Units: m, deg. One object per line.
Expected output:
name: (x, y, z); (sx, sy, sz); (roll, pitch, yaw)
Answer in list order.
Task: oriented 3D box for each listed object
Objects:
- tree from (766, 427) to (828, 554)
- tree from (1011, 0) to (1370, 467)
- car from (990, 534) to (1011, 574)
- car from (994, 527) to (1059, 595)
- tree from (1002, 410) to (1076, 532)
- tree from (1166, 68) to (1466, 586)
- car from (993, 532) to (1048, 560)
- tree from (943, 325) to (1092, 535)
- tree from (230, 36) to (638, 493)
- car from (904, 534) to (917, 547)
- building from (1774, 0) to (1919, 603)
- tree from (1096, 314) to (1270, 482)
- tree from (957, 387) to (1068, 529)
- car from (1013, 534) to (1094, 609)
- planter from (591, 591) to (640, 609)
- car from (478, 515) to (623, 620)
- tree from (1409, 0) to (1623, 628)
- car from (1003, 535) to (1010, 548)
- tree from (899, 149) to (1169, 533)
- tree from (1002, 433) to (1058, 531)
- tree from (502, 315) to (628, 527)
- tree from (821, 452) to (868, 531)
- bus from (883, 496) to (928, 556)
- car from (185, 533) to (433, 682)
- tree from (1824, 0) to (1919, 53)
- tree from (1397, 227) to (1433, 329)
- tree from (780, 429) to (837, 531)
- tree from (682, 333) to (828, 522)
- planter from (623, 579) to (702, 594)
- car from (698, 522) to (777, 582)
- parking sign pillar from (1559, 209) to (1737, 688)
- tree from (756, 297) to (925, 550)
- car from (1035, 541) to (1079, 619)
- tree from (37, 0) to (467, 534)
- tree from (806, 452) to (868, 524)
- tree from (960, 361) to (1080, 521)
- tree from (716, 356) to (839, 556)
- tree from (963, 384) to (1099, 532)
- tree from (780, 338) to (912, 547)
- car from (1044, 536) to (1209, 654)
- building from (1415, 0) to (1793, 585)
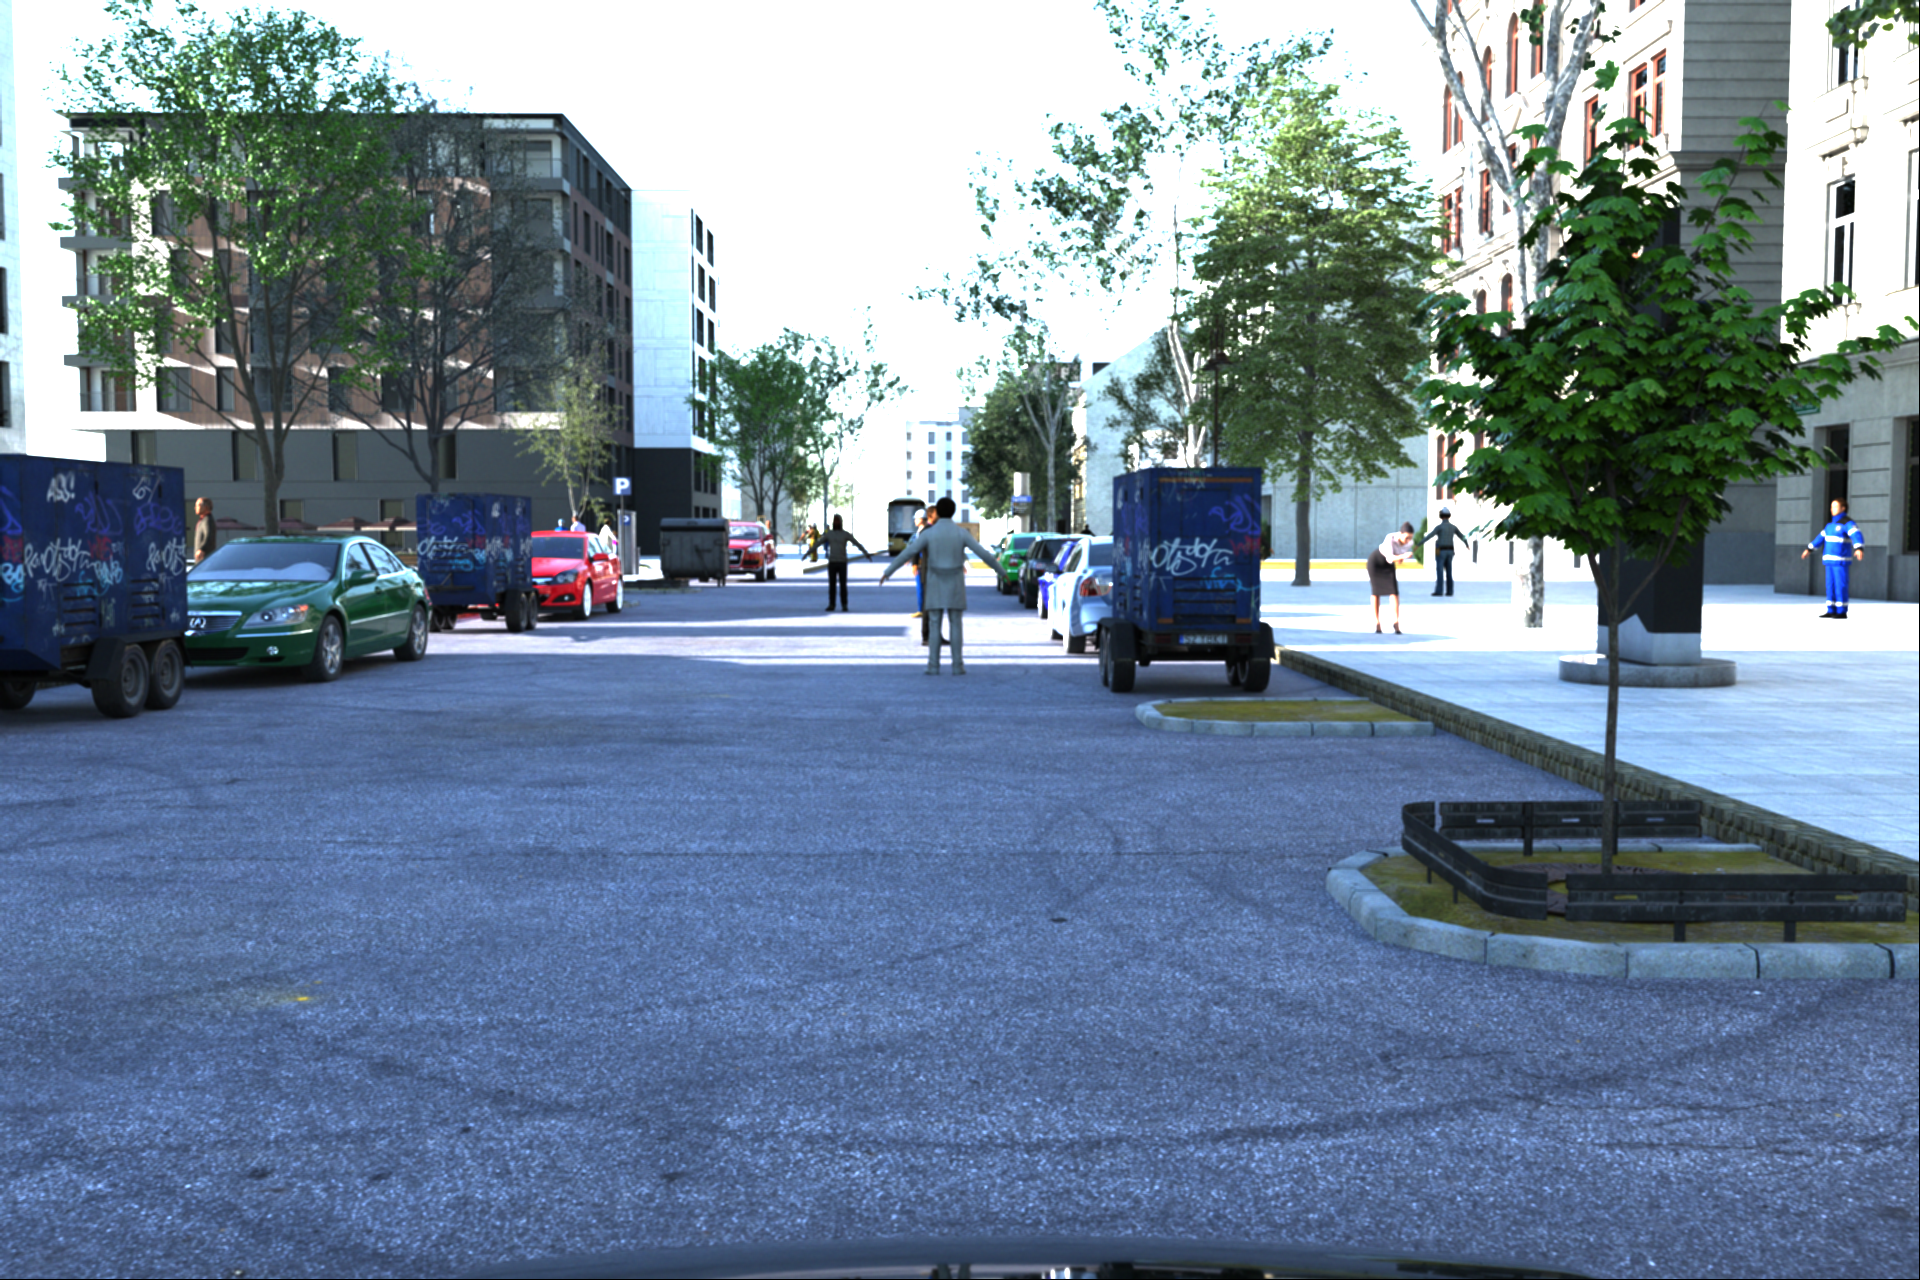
tree: (-10.045, -9.712, 109.157); (4.360, 8.622, 3.978); (0, 3, 0)
tree: (6.619, -12.397, 58.585); (12.611, 20.169, 13.585); (0, 3, 0)
car: (2.095, -3.179, 61.770); (2.009, 1.686, 4.222); (0, 4, -1)
car: (1.835, -2.051, 42.325); (1.959, 1.807, 4.718); (0, 4, -1)
tree: (4.202, -9.238, 101.400); (4.360, 8.622, 3.978); (0, 3, 0)
tree: (8.755, -7.637, 42.984); (7.486, 12.596, 7.792); (0, 3, 0)
car: (1.992, -2.326, 47.066); (2.155, 1.783, 4.494); (0, 4, -1)
tree: (5.152, -18.422, 157.084); (12.611, 20.169, 13.585); (0, 3, 0)
tree: (-13.553, -8.171, 43.974); (12.009, 13.543, 11.850); (0, 3, 0)
car: (-2.160, -5.341, 99.120); (2.131, 1.459, 4.920); (0, 4, -2)
building: (25.729, -14.616, 15.391); (17.030, 29.872, 44.131); (0, 4, 0)
tree: (9.738, -8.514, 73.613); (7.601, 10.594, 8.767); (2, 4, 26)
tree: (4.472, -14.413, 142.304); (9.857, 13.997, 8.962); (0, 3, 0)
car: (2.077, -1.525, 34.722); (2.009, 1.686, 4.222); (0, 4, 0)
planter: (-7.410, -0.800, 34.217); (1.991, 0.319, 1.994); (0, 3, 0)
car: (-7.079, -1.289, 30.123); (2.155, 1.783, 4.494); (0, 3, 0)
tree: (6.936, -10.303, 24.348); (12.611, 20.169, 13.585); (0, 3, 0)
car: (2.048, -2.593, 52.625); (2.015, 1.641, 3.980); (0, 3, 0)
tree: (3.179, -14.146, 87.180); (12.611, 20.169, 13.585); (0, 3, 0)
tree: (4.443, -10.385, 120.156); (4.360, 8.622, 3.978); (0, 3, 0)
tree: (-12.768, -6.586, 58.045); (4.360, 8.622, 3.978); (0, 3, 0)
tree: (-11.137, -12.534, 155.297); (4.360, 8.622, 3.978); (0, 3, 0)
bus: (-3.417, -7.553, 115.040); (2.896, 3.916, 12.252); (0, 4, 0)
car: (-7.004, -0.394, 18.237); (2.131, 1.459, 4.920); (0, 4, -1)
tree: (8.465, -5.570, 9.202); (7.486, 12.596, 7.792); (0, 3, 0)
tree: (24.928, -13.723, 80.258); (12.611, 20.169, 13.585); (0, 3, 0)
tree: (-10.077, -10.160, 116.474); (4.360, 8.622, 3.978); (0, 3, 0)
tree: (-10.446, -10.036, 89.837); (9.928, 11.665, 9.643); (0, 3, 0)
planter: (-7.391, -1.306, 42.498); (1.991, 0.319, 1.994); (0, 4, 1)
car: (-6.829, -2.735, 53.384); (2.281, 1.827, 5.304); (0, 4, -1)
parking sign pillar: (5.996, -1.623, 15.017); (1.447, 3.967, 1.447); (0, 4, 0)
tree: (-9.506, -17.235, 137.679); (12.611, 20.169, 13.585); (0, 3, 0)
car: (2.228, -0.951, 28.130); (1.945, 1.354, 3.894); (0, 4, -2)
tree: (-13.103, -6.542, 32.712); (9.928, 11.665, 9.643); (0, 3, 0)
tree: (-18.911, -21.230, 257.483); (12.009, 13.543, 11.850); (0, 3, 0)
tree: (4.642, -13.621, 129.354); (9.857, 13.997, 8.962); (0, 3, 0)
tree: (-10.783, -10.717, 100.983); (9.928, 11.665, 9.643); (0, 3, 0)
tree: (4.377, -10.659, 108.685); (8.767, 10.594, 7.601); (0, 4, -1)
tree: (-11.922, -19.132, 168.701); (12.611, 20.169, 13.585); (0, 3, 0)
car: (2.103, -0.614, 22.037); (2.014, 1.417, 4.499); (0, 4, -1)
building: (24.059, -16.323, 54.273); (14.401, 28.519, 23.554); (0, 4, -1)
